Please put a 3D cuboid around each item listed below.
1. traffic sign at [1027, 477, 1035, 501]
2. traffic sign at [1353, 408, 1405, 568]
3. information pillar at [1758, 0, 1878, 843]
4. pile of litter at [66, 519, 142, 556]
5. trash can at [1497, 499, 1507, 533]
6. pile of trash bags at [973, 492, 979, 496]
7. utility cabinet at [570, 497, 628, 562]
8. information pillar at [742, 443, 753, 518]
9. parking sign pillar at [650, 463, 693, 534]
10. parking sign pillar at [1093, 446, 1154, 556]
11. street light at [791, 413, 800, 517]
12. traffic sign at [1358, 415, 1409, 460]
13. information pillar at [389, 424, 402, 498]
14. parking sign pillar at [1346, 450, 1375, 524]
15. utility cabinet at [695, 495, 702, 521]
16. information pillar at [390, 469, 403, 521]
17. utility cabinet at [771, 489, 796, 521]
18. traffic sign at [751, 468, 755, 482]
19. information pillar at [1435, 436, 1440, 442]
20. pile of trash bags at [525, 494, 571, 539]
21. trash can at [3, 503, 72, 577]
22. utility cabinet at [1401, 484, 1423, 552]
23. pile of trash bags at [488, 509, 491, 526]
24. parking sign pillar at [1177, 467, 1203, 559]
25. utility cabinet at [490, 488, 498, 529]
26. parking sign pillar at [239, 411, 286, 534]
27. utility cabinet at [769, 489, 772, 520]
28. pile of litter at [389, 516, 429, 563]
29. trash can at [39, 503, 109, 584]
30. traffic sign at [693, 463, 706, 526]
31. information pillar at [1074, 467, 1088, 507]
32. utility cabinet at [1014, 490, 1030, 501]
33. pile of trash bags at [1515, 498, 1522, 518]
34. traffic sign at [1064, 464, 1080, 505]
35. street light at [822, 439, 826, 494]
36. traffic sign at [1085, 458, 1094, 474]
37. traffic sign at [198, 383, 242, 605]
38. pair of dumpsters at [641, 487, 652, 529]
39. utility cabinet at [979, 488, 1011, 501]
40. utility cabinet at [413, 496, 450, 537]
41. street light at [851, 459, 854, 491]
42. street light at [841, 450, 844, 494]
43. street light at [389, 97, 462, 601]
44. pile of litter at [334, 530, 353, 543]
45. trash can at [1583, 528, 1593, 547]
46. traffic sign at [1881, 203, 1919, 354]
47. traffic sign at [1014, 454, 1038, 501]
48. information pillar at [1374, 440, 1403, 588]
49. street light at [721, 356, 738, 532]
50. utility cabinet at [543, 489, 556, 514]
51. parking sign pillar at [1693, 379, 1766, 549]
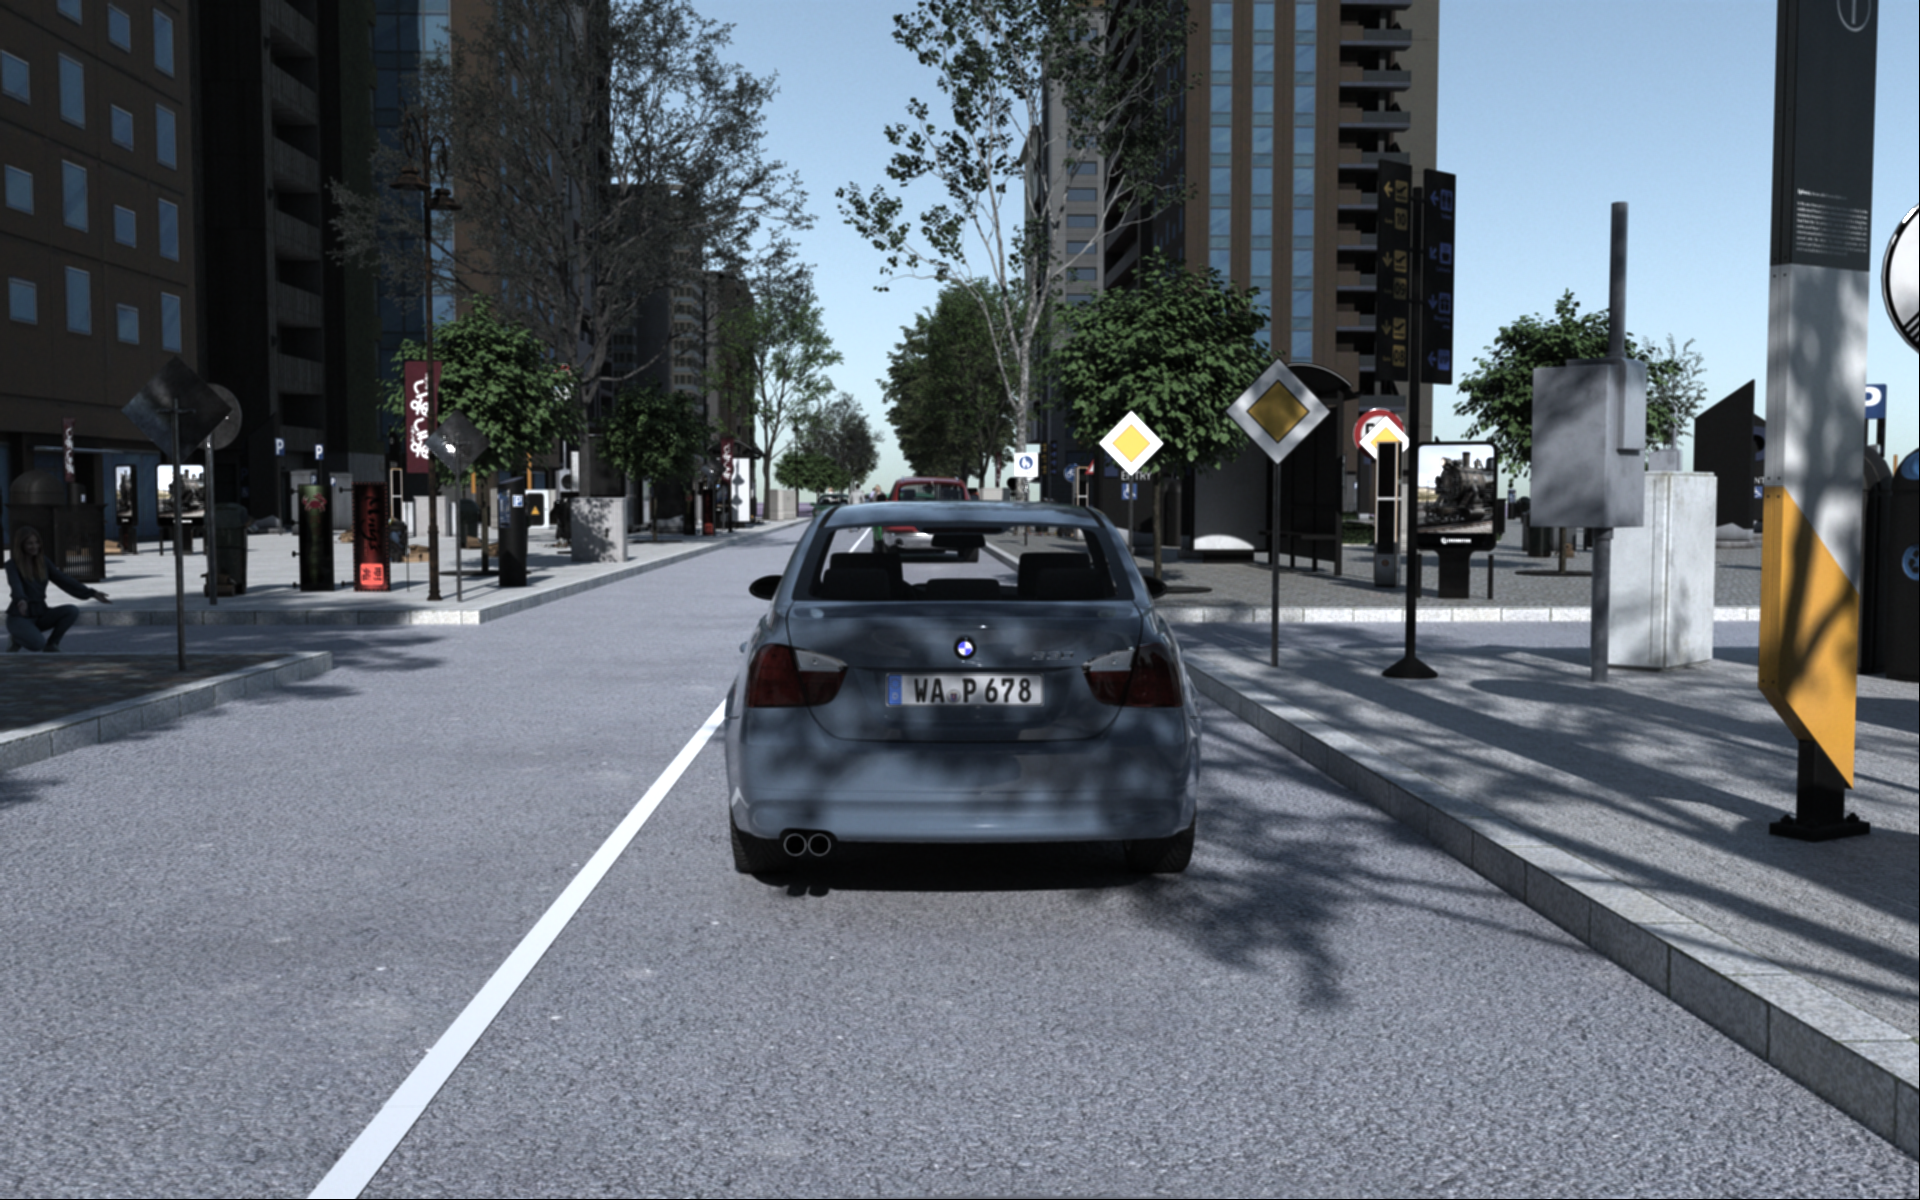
[{"bbox_3d":[2.826,-4.427,72.495,0.768,2.556,0.104,0,4,1],"label":"traffic sign"},{"bbox_3d":[6.242,-1.576,25.879,0.768,2.556,0.104,0,4,2],"label":"traffic sign"},{"bbox_3d":[3.172,-0.919,6.383,0.504,3.616,0.183,-2,4,-30],"label":"information pillar"},{"bbox_3d":[-18.034,-1.360,36.197,1.719,0.858,1.176,-1,4,-17],"label":"pile of litter"},{"bbox_3d":[16.834,-2.620,54.488,0.748,1.137,0.748,0,3,0],"label":"trash can"},{"bbox_3d":[1.097,-4.849,89.031,1.912,1.369,3.447,1,4,10],"label":"pile of trash bags"},{"bbox_3d":[-6.831,-1.322,32.777,1.020,1.237,0.306,0,4,6],"label":"utility cabinet"},{"bbox_3d":[-9.802,-5.429,80.118,0.504,3.616,0.183,0,4,1],"label":"information pillar"},{"bbox_3d":[-9.436,-4.173,56.703,1.447,3.967,1.447,-2,4,-27],"label":"parking sign pillar"},{"bbox_3d":[3.495,-2.940,36.543,1.447,3.967,1.447,-1,4,-17],"label":"parking sign pillar"},{"bbox_3d":[-9.181,-7.608,97.177,0.468,5.910,1.993,0,4,-2],"label":"street light"},{"bbox_3d":[6.243,-1.485,25.465,0.795,2.450,0.064,0,4,3],"label":"traffic sign"},{"bbox_3d":[-18.890,-4.070,57.897,0.504,3.616,0.183,3,4,39],"label":"information pillar"},{"bbox_3d":[17.199,-5.220,73.819,1.447,3.967,1.447,1,4,8],"label":"parking sign pillar"},{"bbox_3d":[-13.150,-4.696,87.935,0.306,1.237,1.020,1,4,17],"label":"utility cabinet"},{"bbox_3d":[-16.315,-2.793,50.161,0.304,2.012,0.304,-1,4,-23],"label":"information pillar"},{"bbox_3d":[-8.818,-4.817,87.439,1.173,1.500,0.318,-3,5,-42],"label":"utility cabinet"},{"bbox_3d":[-9.774,-4.851,79.416,0.768,2.556,0.104,0,4,7],"label":"traffic sign"},{"bbox_3d":[19.289,-4.803,69.889,0.183,3.616,0.504,-1,4,-12],"label":"information pillar"},{"bbox_3d":[-11.393,-2.461,49.993,3.447,1.369,1.912,0,4,2],"label":"pile of trash bags"},{"bbox_3d":[-14.081,-0.895,26.285,0.748,1.137,0.748,0,3,0],"label":"trash can"},{"bbox_3d":[9.756,-1.804,38.180,1.173,1.500,0.318,-1,4,-16],"label":"utility cabinet"},{"bbox_3d":[-17.309,-3.542,67.670,1.912,1.369,3.447,-2,4,-26],"label":"pile of trash bags"},{"bbox_3d":[5.071,-2.815,34.504,1.447,3.967,1.447,0,4,3],"label":"parking sign pillar"},{"bbox_3d":[-16.722,-3.334,63.197,0.318,1.500,1.173,-3,5,-44],"label":"utility cabinet"},{"bbox_3d":[-22.638,-4.133,56.041,1.447,3.967,1.447,2,4,26],"label":"parking sign pillar"},{"bbox_3d":[-10.149,-5.213,93.918,0.318,1.500,1.173,0,4,5],"label":"utility cabinet"},{"bbox_3d":[-10.524,-1.172,33.129,1.176,0.858,1.719,1,4,14],"label":"pile of litter"},{"bbox_3d":[-12.667,-0.814,24.962,0.748,1.137,0.748,0,3,0],"label":"trash can"},{"bbox_3d":[-10.732,-4.308,70.541,0.768,2.556,0.104,0,4,3],"label":"traffic sign"},{"bbox_3d":[3.284,-2.602,47.043,0.304,2.012,0.304,-1,4,-15],"label":"information pillar"},{"bbox_3d":[3.349,-5.210,93.861,0.318,1.500,1.173,2,4,31],"label":"utility cabinet"},{"bbox_3d":[31.835,-5.247,95.548,3.447,1.369,1.912,-3,5,-44],"label":"pile of trash bags"},{"bbox_3d":[4.788,-4.477,73.307,0.768,2.556,0.104,0,4,4],"label":"traffic sign"},{"bbox_3d":[-10.562,-9.892,134.524,0.468,5.910,1.993,0,4,-2],"label":"street light"},{"bbox_3d":[3.789,-2.845,46.514,0.884,2.594,0.081,0,4,3],"label":"traffic sign"},{"bbox_3d":[-8.652,-1.216,19.991,0.768,2.556,0.104,0,4,8],"label":"traffic sign"},{"bbox_3d":[-12.109,-3.757,63.925,1.574,2.255,4.437,0,4,-2],"label":"pair of dumpsters"},{"bbox_3d":[1.214,-3.200,60.993,1.173,1.500,0.318,-2,4,-32],"label":"utility cabinet"},{"bbox_3d":[-15.839,-2.492,51.904,1.020,1.237,0.306,0,4,6],"label":"utility cabinet"},{"bbox_3d":[-13.517,-14.974,217.617,0.468,5.910,1.993,0,4,-2],"label":"street light"},{"bbox_3d":[-12.200,-12.690,180.267,0.468,5.910,1.993,0,4,-2],"label":"street light"},{"bbox_3d":[-6.348,-2.933,20.745,0.468,5.910,1.993,0,4,-2],"label":"street light"},{"bbox_3d":[-16.061,-1.975,46.249,1.176,0.858,1.719,2,4,30],"label":"pile of litter"},{"bbox_3d":[15.438,-1.854,41.962,0.748,1.137,0.748,0,3,0],"label":"trash can"},{"bbox_3d":[4.153,-0.432,7.173,0.768,2.556,0.104,0,4,0],"label":"traffic sign"},{"bbox_3d":[1.639,-2.503,43.046,0.606,2.300,0.079,0,4,4],"label":"traffic sign"},{"bbox_3d":[5.910,-1.186,23.888,0.304,2.012,0.304,2,4,27],"label":"information pillar"},{"bbox_3d":[-7.729,-5.219,58.118,0.468,5.910,1.993,0,4,-2],"label":"street light"},{"bbox_3d":[-19.097,-4.370,80.127,0.318,1.500,1.173,-3,4,-39],"label":"utility cabinet"},{"bbox_3d":[18.224,-3.231,41.295,1.447,3.967,1.447,3,4,39],"label":"parking sign pillar"}]
